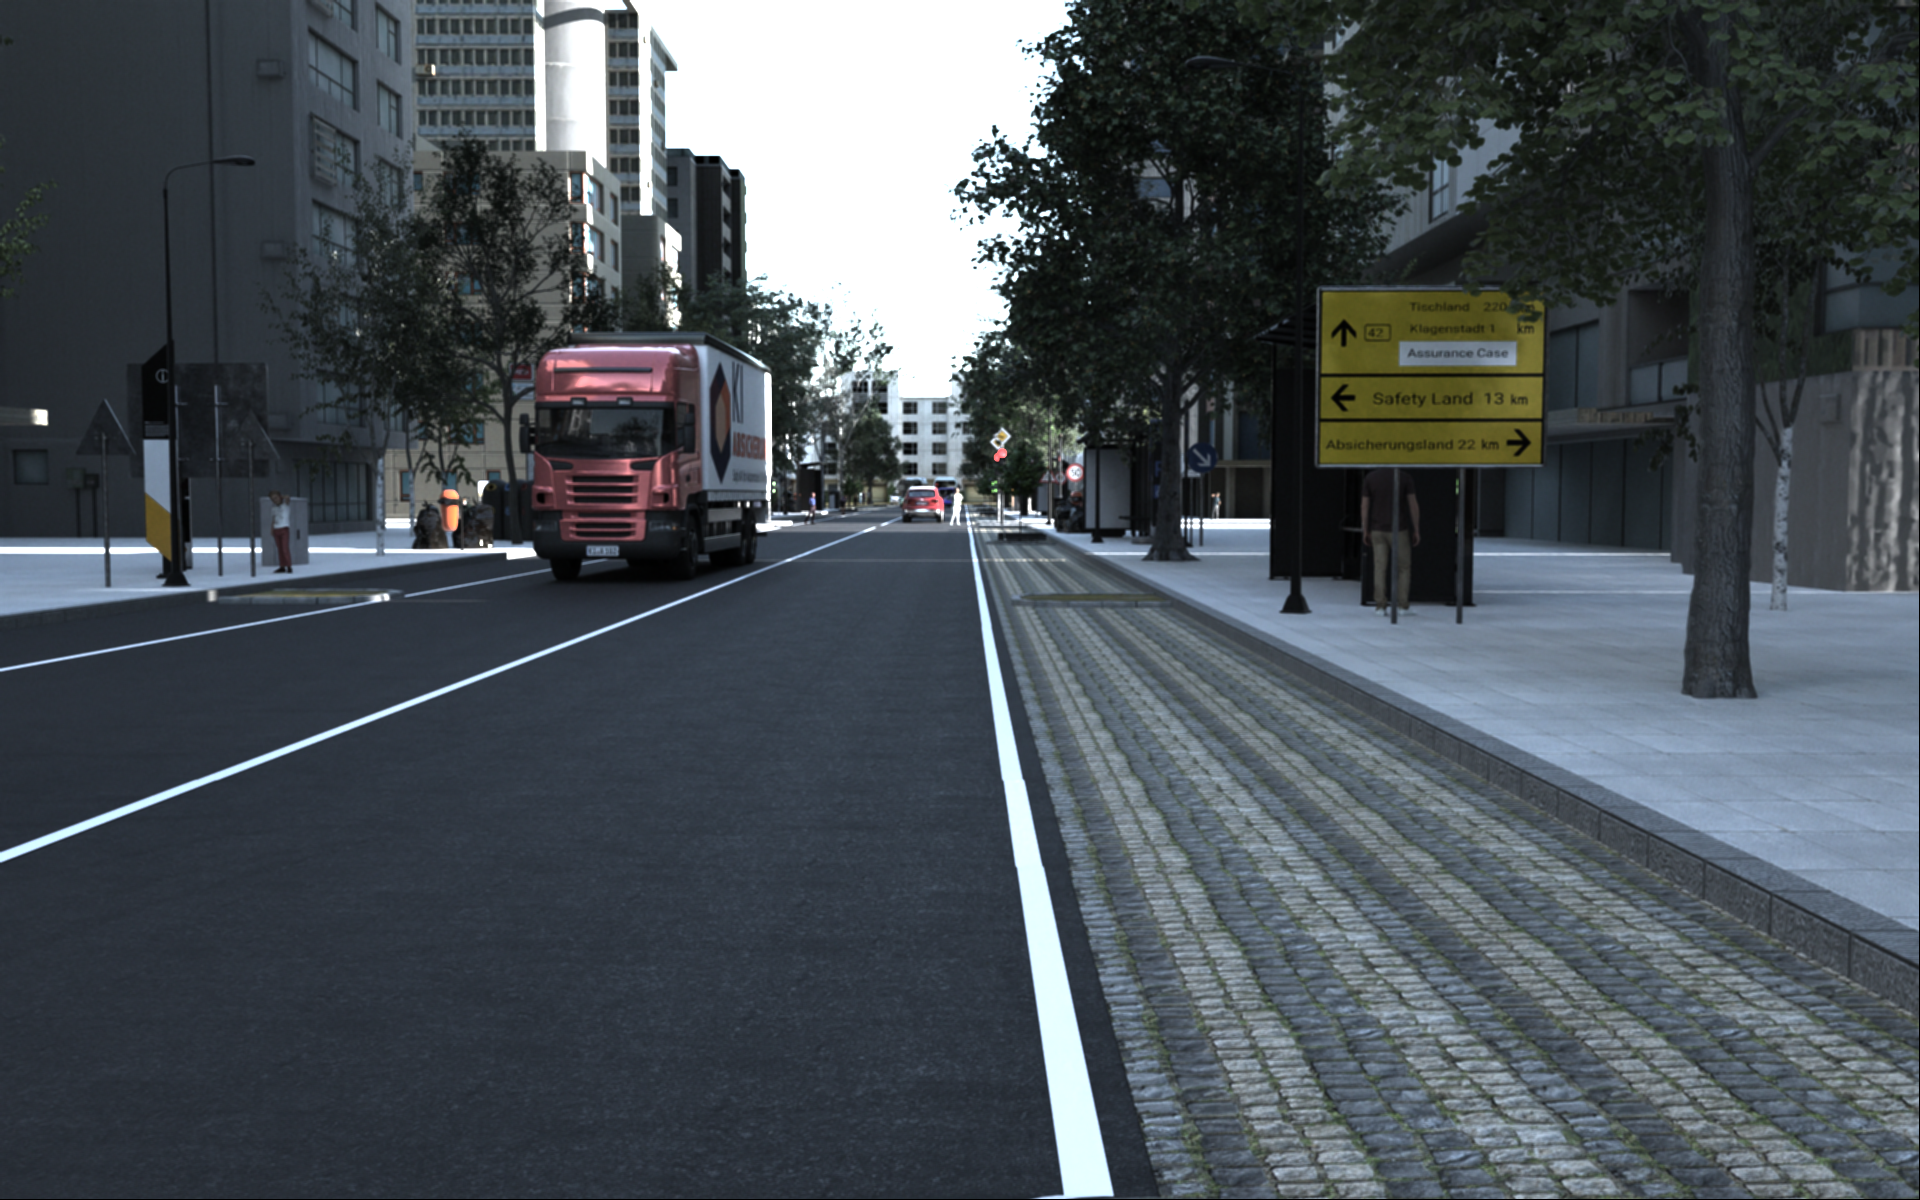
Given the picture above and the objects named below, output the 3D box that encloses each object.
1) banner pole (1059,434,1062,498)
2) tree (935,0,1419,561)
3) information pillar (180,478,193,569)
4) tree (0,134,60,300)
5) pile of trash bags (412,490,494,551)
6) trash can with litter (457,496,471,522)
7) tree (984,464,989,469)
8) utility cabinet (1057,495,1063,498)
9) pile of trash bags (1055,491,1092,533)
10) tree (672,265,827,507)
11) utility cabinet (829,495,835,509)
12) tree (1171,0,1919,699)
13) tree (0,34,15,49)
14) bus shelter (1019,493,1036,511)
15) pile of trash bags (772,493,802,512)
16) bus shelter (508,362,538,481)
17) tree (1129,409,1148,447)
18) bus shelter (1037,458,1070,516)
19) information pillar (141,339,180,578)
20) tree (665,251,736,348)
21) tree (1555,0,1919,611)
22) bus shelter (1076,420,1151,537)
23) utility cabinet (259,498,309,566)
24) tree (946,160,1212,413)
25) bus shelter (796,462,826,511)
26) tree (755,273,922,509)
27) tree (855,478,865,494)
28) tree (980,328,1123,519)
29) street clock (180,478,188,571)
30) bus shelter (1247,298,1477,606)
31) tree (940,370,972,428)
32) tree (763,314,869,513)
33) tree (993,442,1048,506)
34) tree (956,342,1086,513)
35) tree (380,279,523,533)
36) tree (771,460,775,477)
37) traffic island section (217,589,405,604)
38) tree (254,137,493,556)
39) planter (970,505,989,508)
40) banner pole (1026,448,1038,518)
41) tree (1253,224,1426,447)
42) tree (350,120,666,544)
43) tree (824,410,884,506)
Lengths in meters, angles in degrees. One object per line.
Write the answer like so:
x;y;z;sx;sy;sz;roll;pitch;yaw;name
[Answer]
4.181;-5.041;72.432;0.401;3.779;0.863;0;4;-2;banner pole
4.138;-7.093;32.985;9.611;12.733;9.660;0;3;0;tree
-13.330;-1.532;29.537;0.304;2.012;0.304;2;4;35;information pillar
-15.948;-4.592;25.441;4.737;8.622;4.395;0;3;0;tree
-11.817;-1.867;40.282;1.912;1.369;3.447;-1;4;-15;pile of trash bags
-23.237;-4.224;80.448;1.055;1.170;0.624;1;4;22;trash can with litter
4.664;-15.309;200.665;4.737;8.622;4.395;0;3;0;tree
5.476;-5.126;94.977;0.306;1.237;1.020;0;4;3;utility cabinet
4.131;-2.967;58.260;1.912;1.369;3.447;0;4;-6;pile of trash bags
-12.191;-11.572;95.850;9.857;13.997;8.962;0;3;0;tree
-10.843;-8.283;146.588;0.306;1.237;1.020;0;4;5;utility cabinet
4.557;-5.681;11.010;7.486;12.596;7.792;0;3;0;tree
-12.059;-4.126;17.825;4.360;8.622;3.978;0;3;0;tree
5.097;-8.583;131.608;1.731;3.624;6.357;0;4;0;bus shelter
-12.200;-6.998;124.166;1.912;1.369;3.447;1;4;15;pile of trash bags
-12.670;-4.769;55.599;2.179;5.291;8.768;0;3;0;bus shelter
13.255;-10.399;120.393;4.737;8.622;4.395;0;3;0;tree
5.326;-6.491;100.043;2.014;3.302;5.546;0;3;0;bus shelter
-12.132;-2.138;26.317;0.504;3.616;0.183;0;3;0;information pillar
-11.747;-8.049;66.011;7.601;10.594;8.767;0;4;-1;tree
8.983;-4.205;19.113;4.360;8.622;3.978;0;3;0;tree
4.451;-3.368;48.993;2.014;3.302;5.546;0;3;0;bus shelter
-12.160;-1.226;31.210;0.306;1.237;1.020;1;4;14;utility cabinet
4.658;-9.179;60.445;12.009;13.543;11.850;0;3;0;tree
-11.137;-8.471;129.778;1.731;3.624;6.357;0;3;0;bus shelter
-10.434;-17.757;146.218;12.611;20.169;13.585;0;3;0;tree
-11.872;-12.633;201.156;1.663;3.219;1.824;0;3;0;tree
4.907;-9.976;88.863;9.928;11.665;9.643;0;3;0;tree
-12.974;-1.475;28.691;0.471;2.002;0.358;0;4;-2;street clock
5.133;-1.930;22.843;1.731;3.624;6.357;0;3;0;bus shelter
4.123;-22.787;228.458;12.611;20.169;13.585;0;3;0;tree
-11.163;-12.692;117.882;12.009;13.543;11.850;0;3;0;tree
4.013;-7.677;109.227;4.285;4.588;4.351;0;3;0;tree
4.562;-12.920;117.900;9.857;13.997;8.962;0;3;0;tree
-16.646;-6.494;56.537;4.737;8.622;4.395;0;3;0;tree
-11.140;-6.382;88.059;4.285;4.588;4.351;0;3;0;tree
-8.706;-0.043;23.574;1.991;0.108;1.994;0;3;0;traffic island section
-12.189;-5.231;35.887;4.360;8.622;3.978;0;3;0;tree
2.016;-9.855;182.265;1.991;0.319;1.994;0;3;0;planter
3.979;-6.414;94.891;0.863;3.779;0.401;0;4;6;banner pole
9.036;-5.617;42.193;4.737;8.622;4.395;0;3;0;tree
-11.680;-6.703;44.015;7.601;10.594;8.767;0;4;-6;tree
-12.071;-15.813;192.948;7.601;10.594;8.767;-1;4;-15;tree
